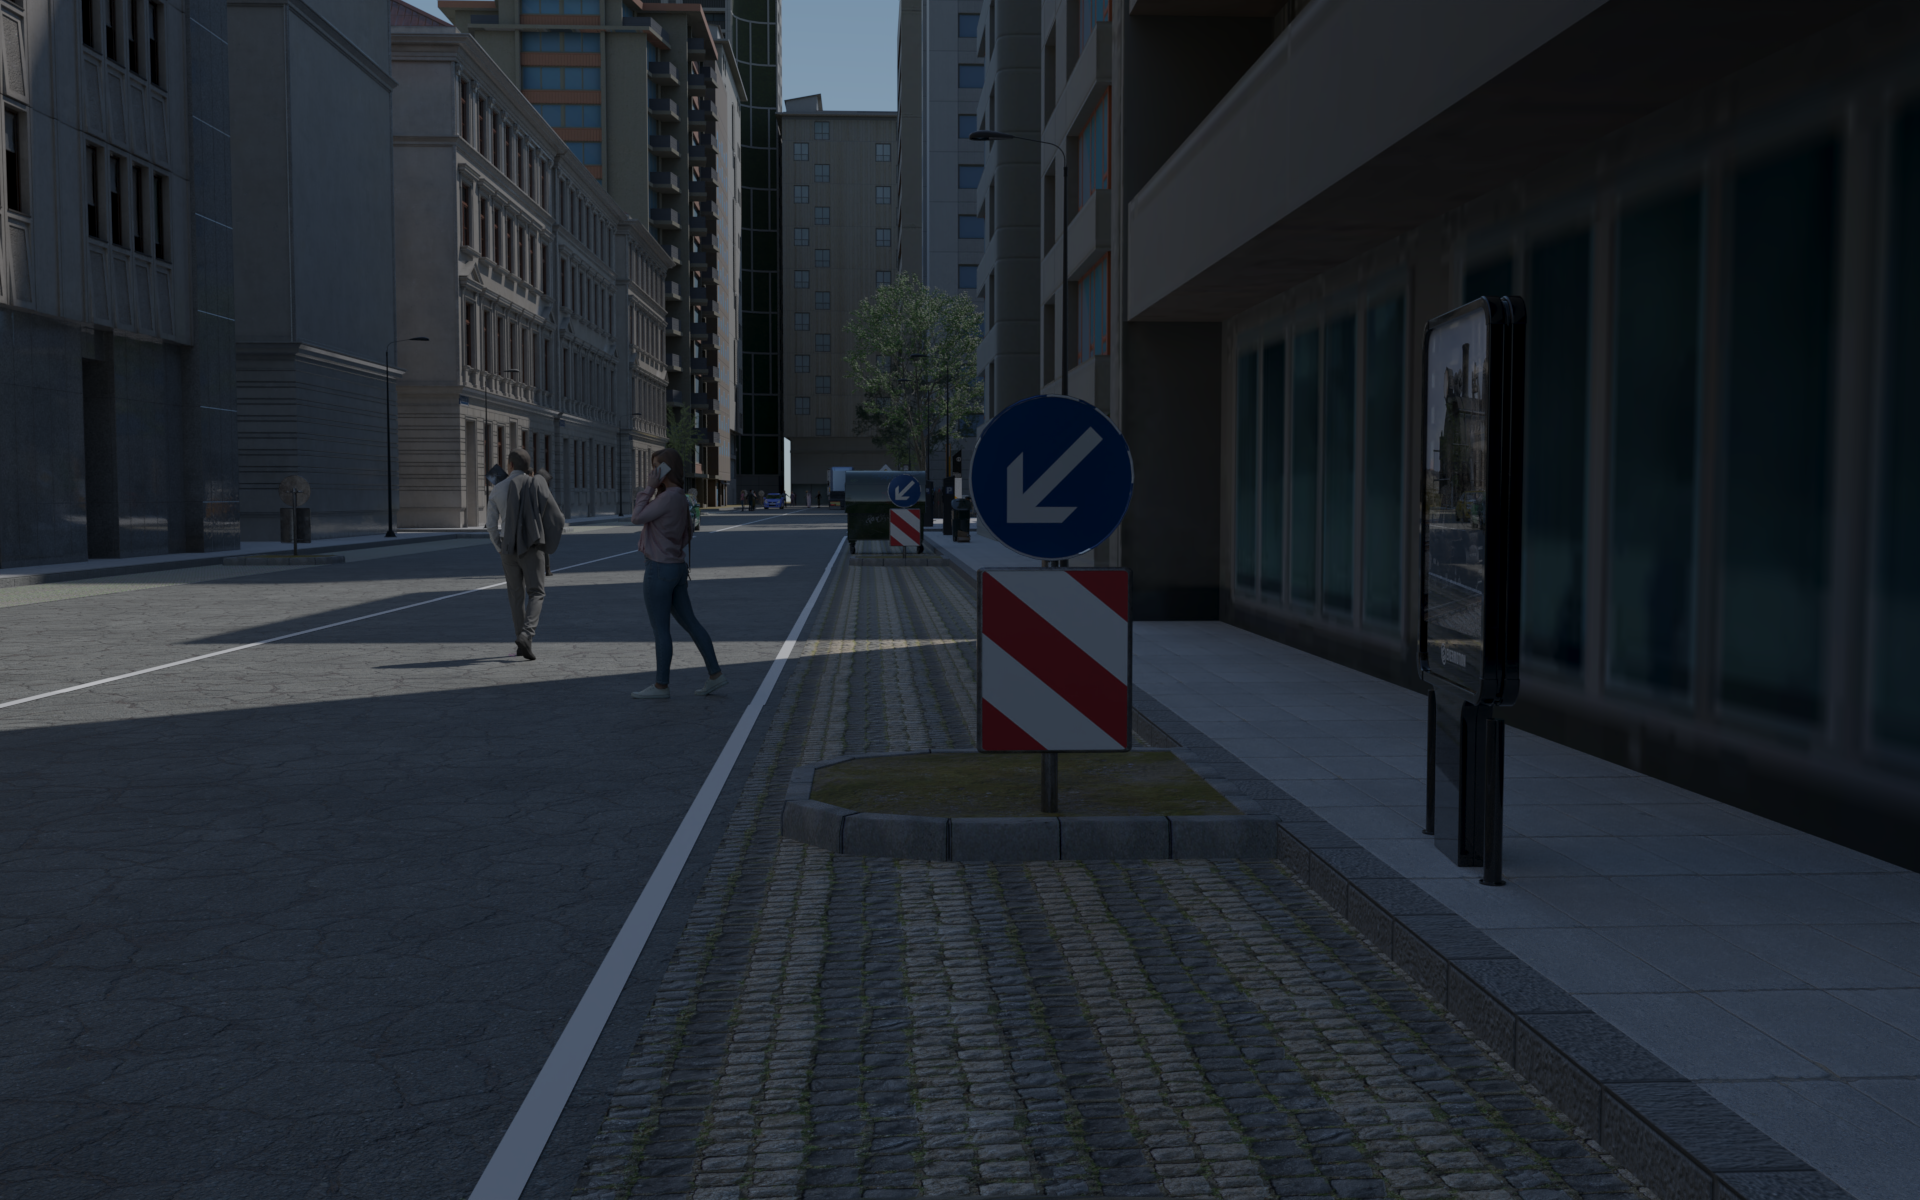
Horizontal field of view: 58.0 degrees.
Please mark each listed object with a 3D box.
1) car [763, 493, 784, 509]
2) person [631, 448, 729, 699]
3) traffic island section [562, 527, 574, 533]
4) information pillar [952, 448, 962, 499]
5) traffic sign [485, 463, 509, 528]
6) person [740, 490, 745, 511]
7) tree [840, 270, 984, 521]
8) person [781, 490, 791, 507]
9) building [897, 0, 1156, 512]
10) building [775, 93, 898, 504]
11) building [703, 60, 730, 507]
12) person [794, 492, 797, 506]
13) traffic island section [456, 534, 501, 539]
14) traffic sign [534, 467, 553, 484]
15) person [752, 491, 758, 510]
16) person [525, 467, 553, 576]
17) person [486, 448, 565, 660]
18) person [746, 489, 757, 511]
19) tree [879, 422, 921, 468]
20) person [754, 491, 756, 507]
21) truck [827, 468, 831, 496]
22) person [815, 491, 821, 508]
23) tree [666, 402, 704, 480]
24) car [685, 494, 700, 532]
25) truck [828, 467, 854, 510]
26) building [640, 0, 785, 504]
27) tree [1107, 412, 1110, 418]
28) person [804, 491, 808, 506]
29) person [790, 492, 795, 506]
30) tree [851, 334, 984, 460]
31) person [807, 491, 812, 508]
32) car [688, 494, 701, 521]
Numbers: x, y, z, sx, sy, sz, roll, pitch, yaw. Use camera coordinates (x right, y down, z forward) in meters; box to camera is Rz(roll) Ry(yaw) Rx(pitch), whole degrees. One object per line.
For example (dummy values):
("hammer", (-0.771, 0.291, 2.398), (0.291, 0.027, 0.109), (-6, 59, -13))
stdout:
("car", (-17.726, -9.504, 164.983), (1.945, 1.707, 3.694), (0, 4, -1))
("person", (-1.978, -0.189, 12.183), (0.643, 1.750, 0.593), (0, 4, 7))
("traffic island section", (-15.635, -2.604, 64.856), (2.009, 0.180, 2.903), (0, 4, -3))
("information pillar", (-0.139, -5.967, 88.919), (0.504, 3.616, 0.183), (0, 4, -6))
("traffic sign", (-15.189, -3.253, 56.821), (0.795, 2.450, 0.064), (0, 4, -3))
("person", (-18.012, -8.169, 142.781), (0.721, 1.743, 1.217), (0, 4, -6))
("tree", (-1.882, -9.541, 81.745), (9.928, 11.665, 9.643), (0, 3, 0))
("person", (-18.678, -10.781, 184.749), (1.348, 1.826, 0.705), (-2, 4, -26))
("building", (5.133, -32.674, 157.916), (21.300, 48.544, 21.600), (0, 4, -3))
("building", (-10.573, -39.621, 237.045), (27.495, 52.752, 28.713), (0, 4, -3))
("building", (-30.933, -32.129, 175.427), (14.600, 45.320, 14.200), (0, 4, -3))
("person", (-20.679, -12.663, 217.011), (0.415, 1.643, 0.593), (-1, 4, -8))
("traffic island section", (-15.212, -2.116, 56.882), (2.009, 0.180, 2.903), (0, 4, -3))
("traffic sign", (-15.612, -3.740, 64.795), (0.795, 2.450, 0.064), (0, 4, -3))
("person", (-18.009, -8.679, 151.127), (0.721, 1.736, 1.217), (2, 4, 30))
("person", (-7.441, -1.364, 30.172), (0.648, 1.900, 0.474), (-1, 4, -11))
("person", (-3.790, -0.400, 15.136), (0.679, 1.850, 0.850), (0, 4, -4))
("person", (-17.525, -8.360, 145.212), (1.348, 1.821, 0.705), (3, 4, 38))
("tree", (-4.723, -11.916, 145.185), (4.737, 8.622, 4.395), (0, 3, 0))
("person", (-20.802, -10.185, 175.735), (0.721, 1.736, 1.217), (-2, 4, -27))
("truck", (-13.303, -12.415, 191.896), (2.839, 4.237, 11.283), (0, 4, -3))
("person", (-14.485, -10.267, 176.881), (0.721, 1.766, 1.217), (2, 4, 28))
("tree", (-22.413, -11.451, 137.582), (4.737, 8.622, 4.395), (0, 3, 0))
("car", (-10.992, -3.340, 66.412), (2.131, 1.459, 4.920), (0, 4, -4))
("truck", (-11.253, -10.769, 165.824), (2.967, 4.110, 18.799), (0, 4, -4))
("building", (-34.380, -48.500, 231.231), (20.611, 71.187, 20.563), (0, 4, -3))
("tree", (2.772, -1.724, 22.795), (1.663, 3.219, 1.824), (0, 3, 0))
("person", (-18.197, -12.047, 205.550), (0.705, 1.814, 1.350), (-2, 4, -25))
("person", (-19.449, -11.707, 200.822), (0.541, 1.710, 0.530), (0, 4, 1))
("tree", (-2.365, -10.091, 99.401), (8.767, 10.594, 7.601), (1, 4, 10))
("person", (-15.103, -10.061, 173.663), (0.551, 1.740, 0.621), (0, 4, 7))
("car", (-13.366, -4.429, 82.634), (2.015, 1.641, 3.980), (0, 4, -3))
